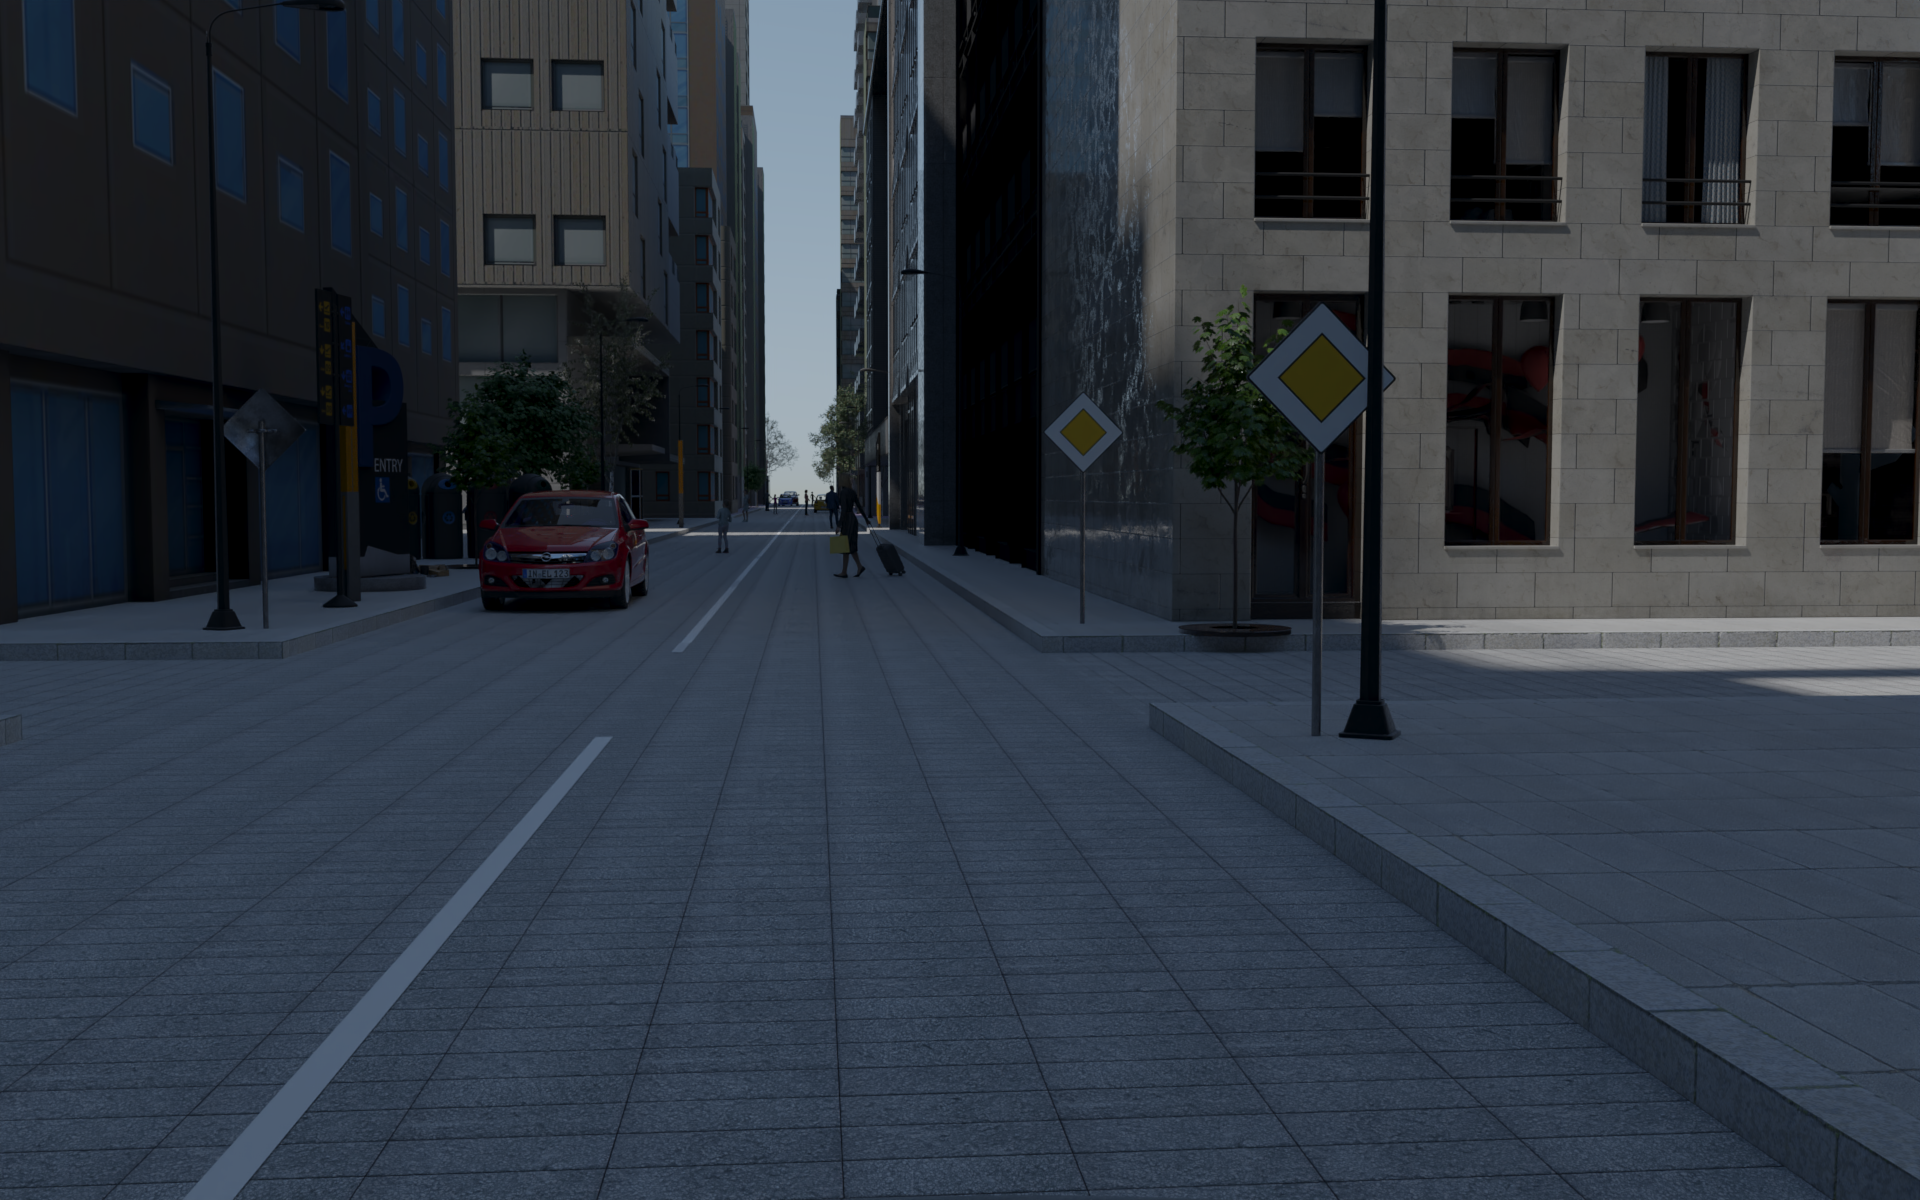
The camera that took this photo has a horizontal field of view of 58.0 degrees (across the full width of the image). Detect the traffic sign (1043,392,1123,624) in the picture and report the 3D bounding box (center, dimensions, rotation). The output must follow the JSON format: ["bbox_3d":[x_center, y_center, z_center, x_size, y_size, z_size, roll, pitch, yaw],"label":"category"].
[{"bbox_3d":[1.208,-0.822,17.084,0.795,2.450,0.064,0,4,-5],"label":"traffic sign"}]

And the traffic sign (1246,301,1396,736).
[{"bbox_3d":[1.887,-0.335,9.128,0.795,2.450,0.064,0,4,-5],"label":"traffic sign"}]

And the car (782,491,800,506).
[{"bbox_3d":[-20.541,-12.296,209.709,2.281,1.827,5.304,0,4,-4],"label":"car"}]

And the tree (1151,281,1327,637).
[{"bbox_3d":[2.533,-1.296,15.795,1.663,3.219,1.824,0,3,0],"label":"tree"}]

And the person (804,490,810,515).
[{"bbox_3d":[-10.242,-6.554,116.360,0.721,1.736,1.217,0,4,7],"label":"person"}]

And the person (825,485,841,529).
[{"bbox_3d":[-5.261,-3.867,71.911,0.721,1.800,0.419,1,4,18],"label":"person"}]

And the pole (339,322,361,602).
[{"bbox_3d":[-7.276,-1.637,20.610,0.158,3.312,0.155,0,3,0],"label":"pole"}]

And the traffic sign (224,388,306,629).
[{"bbox_3d":[-6.610,-0.783,16.440,0.795,2.450,0.064,0,4,-5],"label":"traffic sign"}]

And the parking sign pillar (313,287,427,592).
[{"bbox_3d":[-7.948,-2.127,23.249,1.447,3.967,1.447,1,4,14],"label":"parking sign pillar"}]

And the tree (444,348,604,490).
[{"bbox_3d":[-9.737,-3.377,38.923,4.285,4.588,4.351,0,3,0],"label":"tree"}]

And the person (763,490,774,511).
[{"bbox_3d":[-16.157,-8.369,145.420,1.350,1.814,0.705,3,5,42],"label":"person"}]

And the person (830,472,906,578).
[{"bbox_3d":[-1.614,-1.295,29.892,1.509,1.804,0.699,-2,4,-32],"label":"person"}]

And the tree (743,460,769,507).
[{"bbox_3d":[-20.017,-11.176,166.448,4.285,4.588,4.351,0,3,0],"label":"tree"}]

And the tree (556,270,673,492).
[{"bbox_3d":[-11.606,-6.554,57.523,4.360,8.622,3.978,0,3,0],"label":"tree"}]

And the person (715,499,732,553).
[{"bbox_3d":[-5.754,-1.787,41.996,0.394,1.301,0.425,2,4,35],"label":"person"}]

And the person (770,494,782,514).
[{"bbox_3d":[-13.137,-6.834,123.458,0.991,1.433,0.599,-2,4,-34],"label":"person"}]

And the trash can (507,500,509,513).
[{"bbox_3d":[-11.576,-1.934,43.272,0.748,1.137,0.748,0,3,0],"label":"trash can"}]

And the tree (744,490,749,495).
[{"bbox_3d":[-21.872,-10.984,174.182,1.663,3.219,1.824,0,3,0],"label":"tree"}]

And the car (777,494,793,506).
[{"bbox_3d":[-20.675,-11.944,204.878,1.945,1.707,3.694,0,4,-5],"label":"car"}]

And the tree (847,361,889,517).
[{"bbox_3d":[-4.284,-8.871,95.399,4.360,8.622,3.978,0,3,0],"label":"tree"}]

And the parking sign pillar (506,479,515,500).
[{"bbox_3d":[-15.498,-4.227,57.584,1.447,3.967,1.447,0,4,6],"label":"parking sign pillar"}]

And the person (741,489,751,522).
[{"bbox_3d":[-11.018,-4.868,89.102,0.522,1.701,0.512,-1,4,-10],"label":"person"}]

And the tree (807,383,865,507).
[{"bbox_3d":[-11.100,-15.967,178.062,9.611,12.733,9.660,0,3,0],"label":"tree"}]

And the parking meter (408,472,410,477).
[{"bbox_3d":[-12.778,-2.077,39.667,0.399,1.863,0.255,0,4,4],"label":"parking meter"}]

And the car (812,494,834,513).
[{"bbox_3d":[-10.332,-7.485,132.598,2.015,1.641,3.980,0,4,-4],"label":"car"}]

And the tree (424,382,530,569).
[{"bbox_3d":[-8.333,-2.154,29.813,1.663,3.219,1.824,0,3,0],"label":"tree"}]

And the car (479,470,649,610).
[{"bbox_3d":[-5.150,-0.844,22.846,2.155,1.783,4.494,0,4,-5],"label":"car"}]

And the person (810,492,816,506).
[{"bbox_3d":[-17.126,-11.775,201.837,0.721,1.723,1.217,-3,4,-37],"label":"person"}]

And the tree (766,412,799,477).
[{"bbox_3d":[-28.055,-20.719,249.117,12.009,13.543,11.850,0,3,0],"label":"tree"}]

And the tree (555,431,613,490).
[{"bbox_3d":[-11.420,-3.482,51.524,1.663,3.219,1.824,0,3,0],"label":"tree"}]

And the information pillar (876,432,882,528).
[{"bbox_3d":[-3.086,-4.539,65.563,0.183,3.616,0.504,-1,4,-13],"label":"information pillar"}]

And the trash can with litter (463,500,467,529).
[{"bbox_3d":[-12.146,-2.013,44.304,1.055,1.170,0.624,-2,4,-28],"label":"trash can with litter"}]

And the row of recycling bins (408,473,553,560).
[{"bbox_3d":[-9.876,-1.674,34.476,3.534,1.692,1.069,-2,4,-34],"label":"row of recycling bins"}]

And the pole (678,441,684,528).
[{"bbox_3d":[-10.641,-4.416,66.043,0.158,3.312,0.155,0,3,0],"label":"pole"}]

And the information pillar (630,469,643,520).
[{"bbox_3d":[-9.380,-2.800,50.270,0.304,2.012,0.304,0,4,2],"label":"information pillar"}]
